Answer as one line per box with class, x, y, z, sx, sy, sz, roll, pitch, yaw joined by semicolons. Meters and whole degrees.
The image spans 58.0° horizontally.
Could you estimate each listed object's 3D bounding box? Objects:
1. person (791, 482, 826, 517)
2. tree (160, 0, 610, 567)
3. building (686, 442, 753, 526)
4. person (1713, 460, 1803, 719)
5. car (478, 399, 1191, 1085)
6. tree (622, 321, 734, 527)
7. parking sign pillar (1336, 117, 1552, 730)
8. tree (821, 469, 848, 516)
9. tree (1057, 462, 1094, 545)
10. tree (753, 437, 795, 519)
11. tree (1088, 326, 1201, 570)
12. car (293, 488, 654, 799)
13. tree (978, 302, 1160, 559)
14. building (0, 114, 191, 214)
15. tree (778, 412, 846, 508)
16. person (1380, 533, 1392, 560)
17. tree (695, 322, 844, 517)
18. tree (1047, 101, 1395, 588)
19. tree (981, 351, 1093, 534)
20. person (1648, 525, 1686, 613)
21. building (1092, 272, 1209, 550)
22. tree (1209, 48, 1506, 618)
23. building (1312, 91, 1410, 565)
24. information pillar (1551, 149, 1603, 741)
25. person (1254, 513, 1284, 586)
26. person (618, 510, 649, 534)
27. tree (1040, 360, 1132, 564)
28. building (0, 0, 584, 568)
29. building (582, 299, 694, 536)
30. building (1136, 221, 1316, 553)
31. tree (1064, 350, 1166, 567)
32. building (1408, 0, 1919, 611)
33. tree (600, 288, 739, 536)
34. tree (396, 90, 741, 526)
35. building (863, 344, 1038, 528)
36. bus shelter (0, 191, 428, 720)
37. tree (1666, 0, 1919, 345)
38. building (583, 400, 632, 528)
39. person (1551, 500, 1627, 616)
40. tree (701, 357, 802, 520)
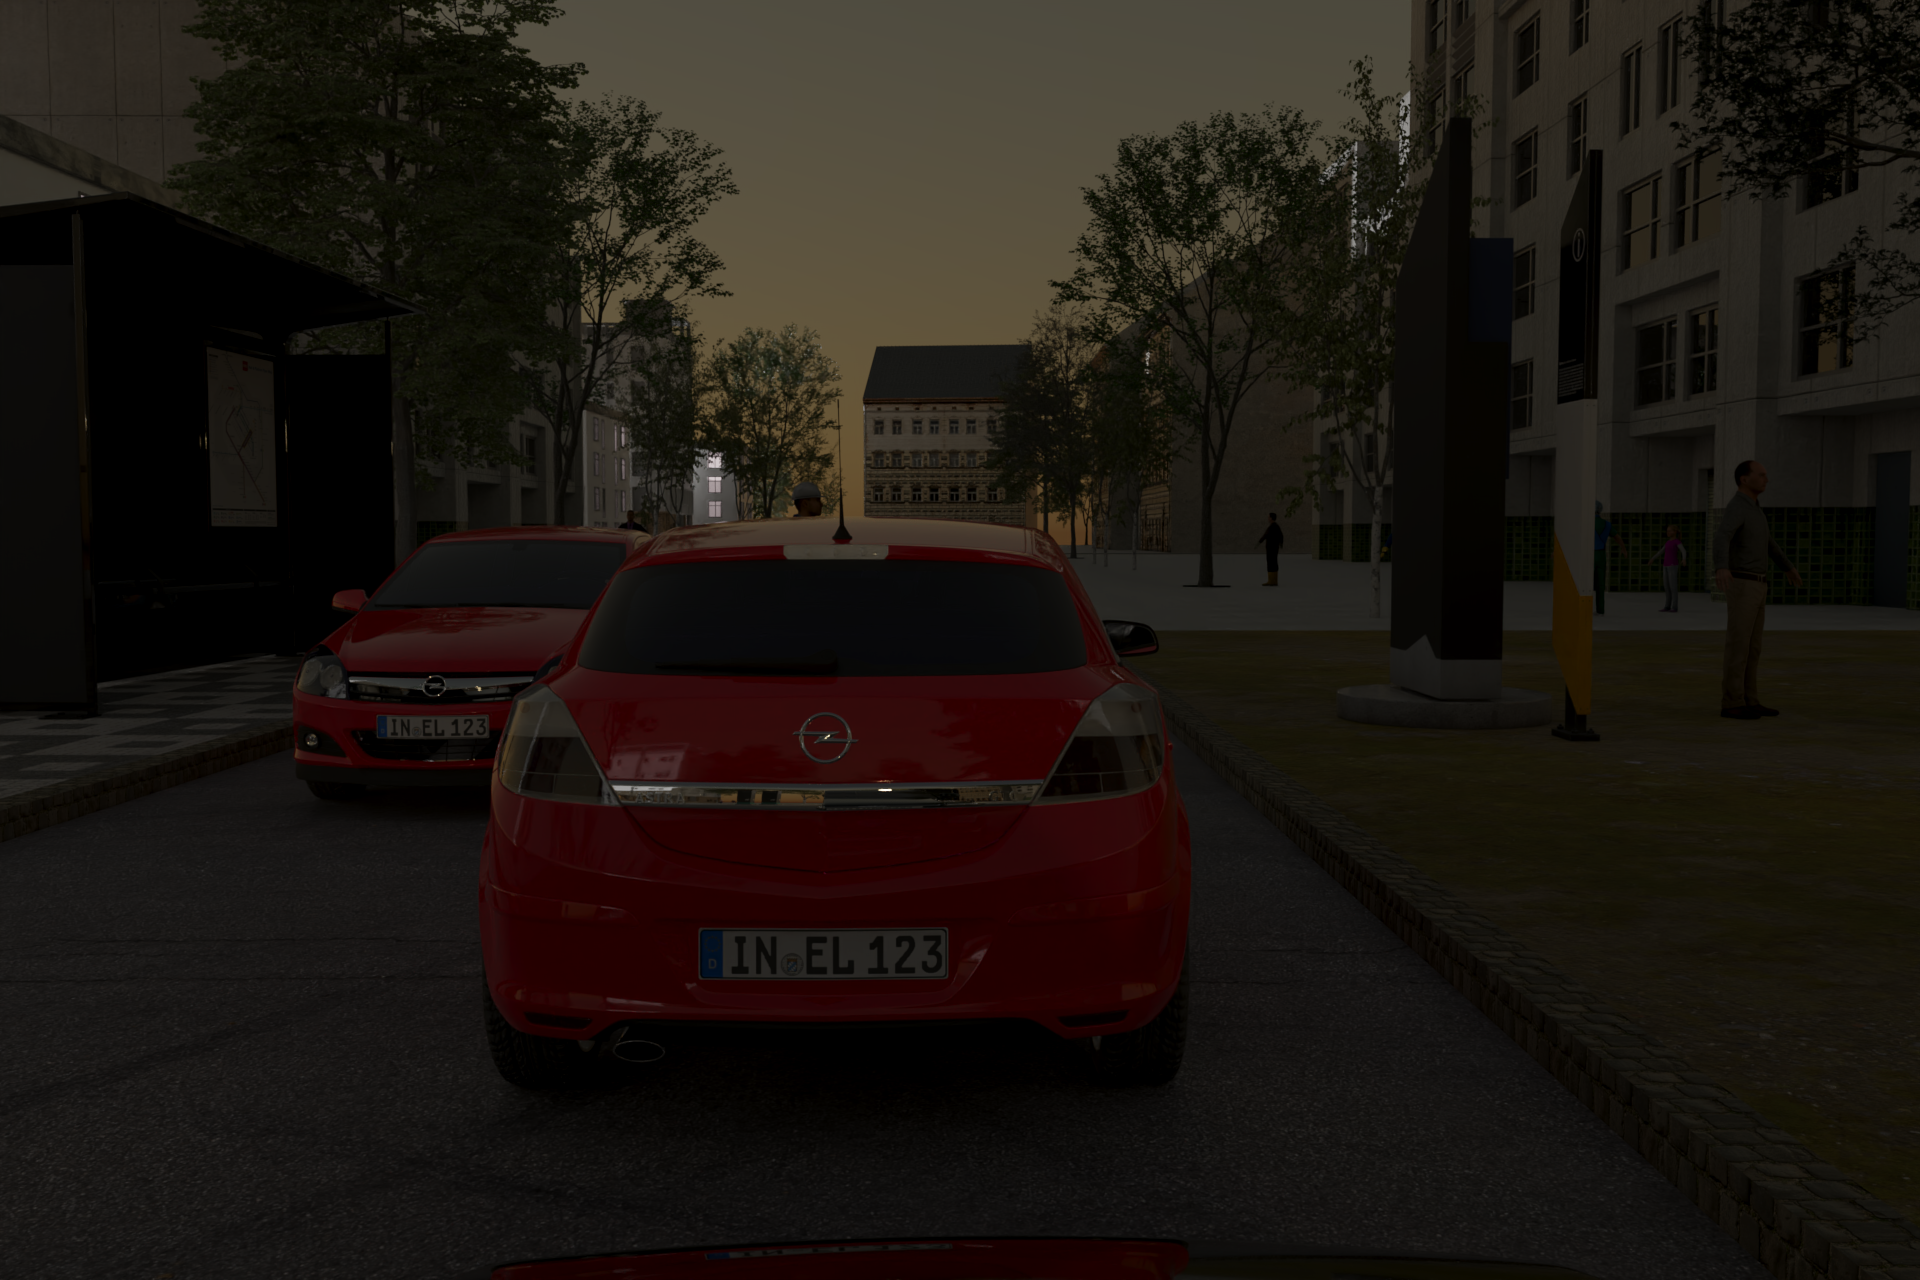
person;-1.154;-0.302;13.372;0.705;1.833;1.349;0;4;-3
tree;-9.536;-6.768;28.784;7.486;12.596;7.792;0;3;0
building;-24.874;-14.013;171.265;9.099;9.664;28.070;0;4;-1
person;5.529;-0.358;12.117;1.348;1.796;0.705;-3;5;-44
car;-0.327;0.186;5.994;2.155;1.783;4.494;0;4;-1
tree;-9.894;-6.728;60.366;4.737;8.622;4.395;0;3;0
parking sign pillar;3.363;-1.436;11.953;1.447;3.967;1.447;0;4;-1
tree;-14.752;-14.959;194.943;4.737;8.622;4.395;0;3;0
tree;14.366;-16.644;197.889;9.928;11.665;9.643;0;3;0
tree;-22.247;-17.263;200.373;7.486;12.596;7.792;0;3;0
tree;6.383;-6.804;61.608;4.737;8.622;4.395;0;3;0
car;-2.629;-0.102;10.709;2.155;1.783;4.494;0;4;-1
tree;5.871;-11.019;90.530;12.009;13.543;11.850;0;3;0
building;-23.675;-6.192;43.384;9.099;9.664;28.070;0;3;0
tree;-9.540;-9.361;103.420;4.360;8.622;3.978;0;3;0
person;6.989;-1.253;26.463;1.349;1.833;0.705;-1;4;-17
tree;-9.488;-9.774;85.556;9.928;11.665;9.643;0;3;0
tree;6.113;-7.081;41.532;9.928;11.665;9.643;0;3;0
tree;5.179;-11.543;106.858;7.486;12.596;7.792;0;3;0
person;11.590;-1.168;28.359;0.599;1.433;0.991;-1;4;-11
building;21.184;-19.314;146.718;19.493;23.208;18.063;0;4;0
tree;6.273;-4.664;26.620;4.737;8.622;4.395;0;3;0
building;26.247;-12.509;70.975;16.747;18.905;31.486;0;4;-1
information pillar;3.863;-1.192;10.850;0.183;3.616;0.504;0;4;-1
person;7.693;-2.244;42.823;0.704;1.812;1.346;3;4;39
person;-7.145;-1.918;37.580;1.346;1.802;0.704;0;4;-3
tree;5.745;-7.499;72.976;4.360;8.622;3.978;0;3;0
building;-27.498;-12.655;73.370;16.747;18.905;31.486;0;4;-1
building;-28.684;-17.397;140.853;16.016;20.090;11.380;0;4;0
building;23.392;-18.048;126.016;19.493;23.208;18.063;0;4;-1
tree;5.496;-7.146;67.205;4.360;8.622;3.978;0;3;0
building;22.599;-10.561;39.130;16.747;18.905;31.486;0;4;0
tree;-9.456;-6.243;52.429;4.360;8.622;3.978;0;3;0
tree;-9.216;-7.007;40.326;9.928;11.665;9.643;0;3;0
building;-0.684;-22.438;200.242;18.063;23.208;19.493;0;4;7
bus shelter;-6.471;-1.453;15.039;1.731;3.624;6.357;0;4;2
tree;10.145;-4.931;15.029;8.767;10.594;7.601;3;4;38
building;-27.734;-11.034;122.551;9.099;9.664;28.070;0;4;0
person;9.935;-1.290;27.212;1.347;1.817;0.704;-1;4;-14
tree;-9.008;-7.463;72.375;4.737;8.622;4.395;0;3;0
